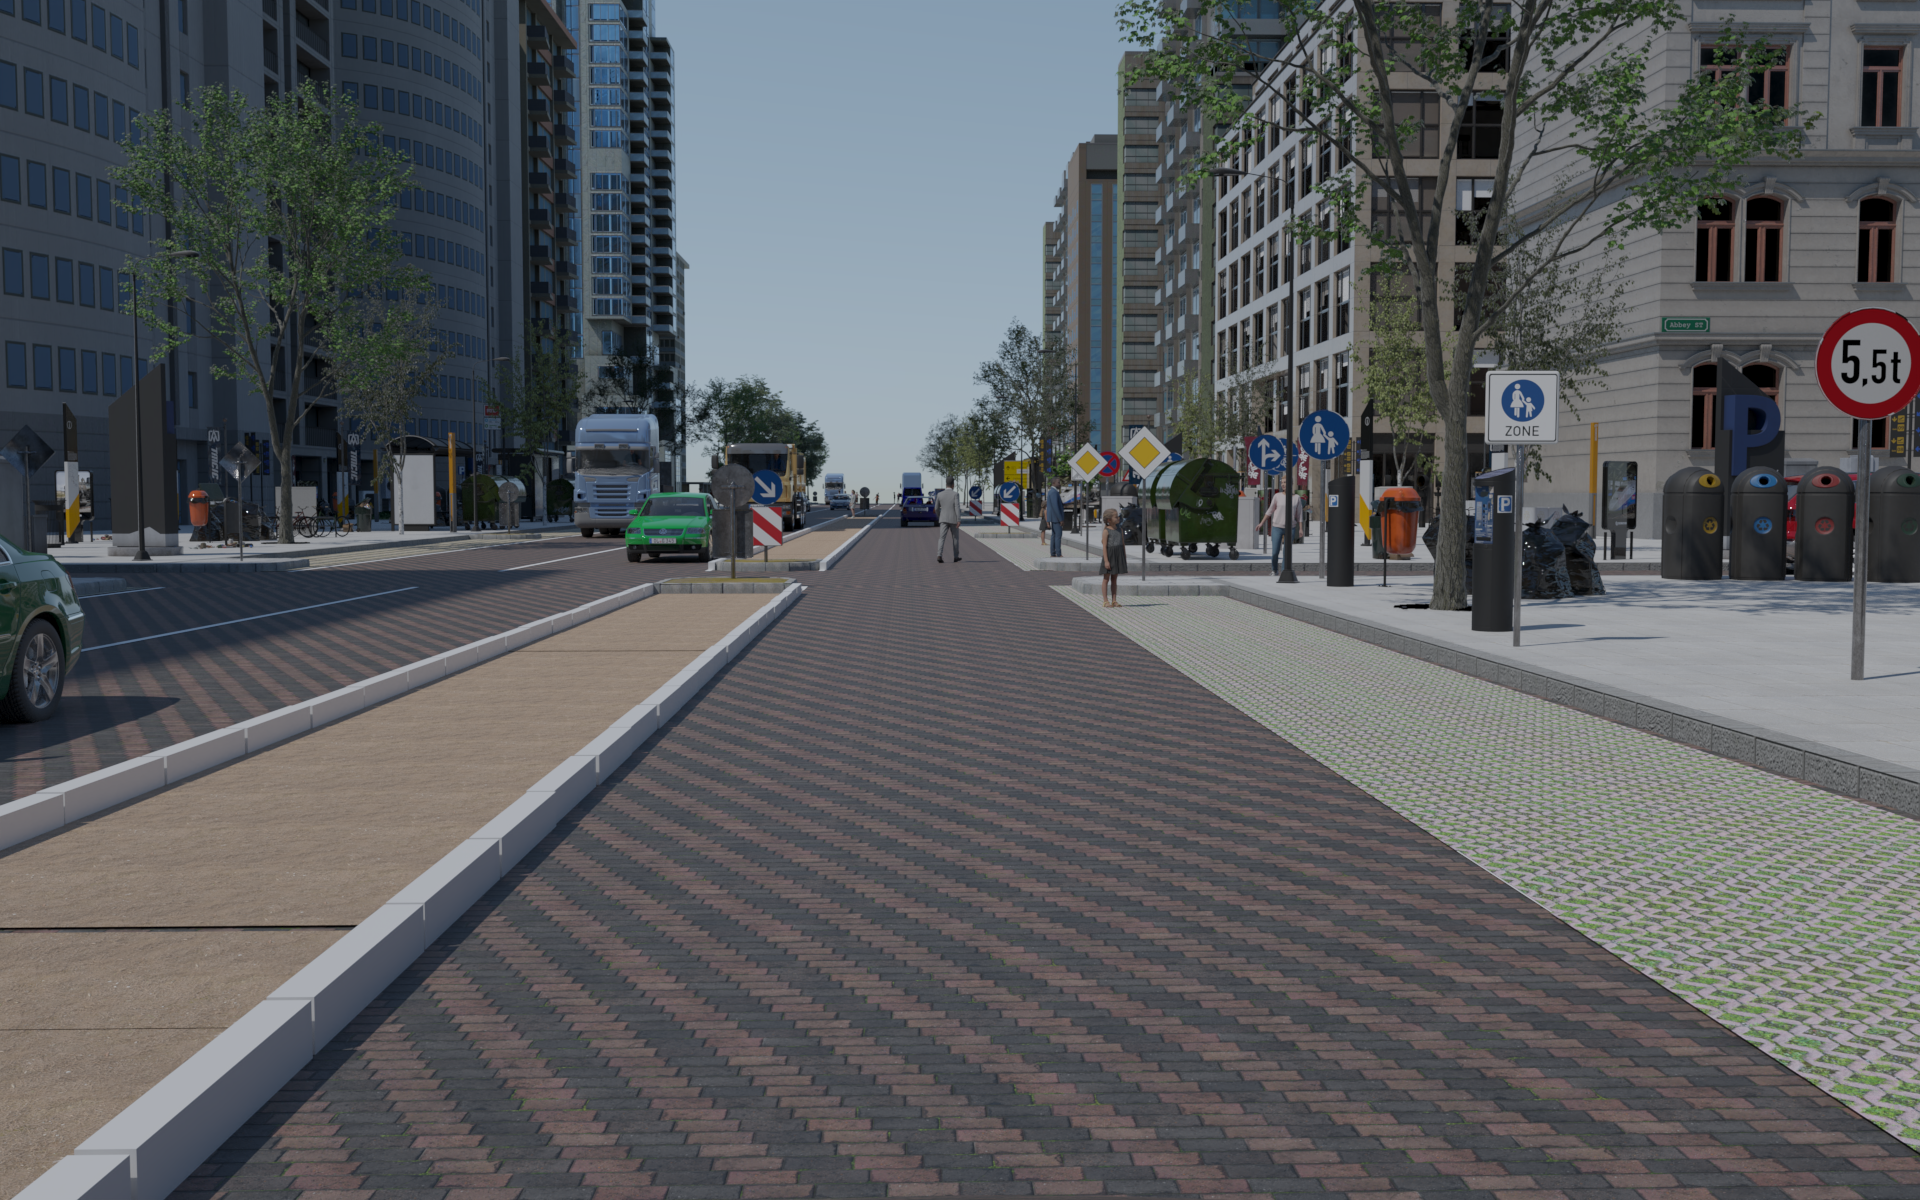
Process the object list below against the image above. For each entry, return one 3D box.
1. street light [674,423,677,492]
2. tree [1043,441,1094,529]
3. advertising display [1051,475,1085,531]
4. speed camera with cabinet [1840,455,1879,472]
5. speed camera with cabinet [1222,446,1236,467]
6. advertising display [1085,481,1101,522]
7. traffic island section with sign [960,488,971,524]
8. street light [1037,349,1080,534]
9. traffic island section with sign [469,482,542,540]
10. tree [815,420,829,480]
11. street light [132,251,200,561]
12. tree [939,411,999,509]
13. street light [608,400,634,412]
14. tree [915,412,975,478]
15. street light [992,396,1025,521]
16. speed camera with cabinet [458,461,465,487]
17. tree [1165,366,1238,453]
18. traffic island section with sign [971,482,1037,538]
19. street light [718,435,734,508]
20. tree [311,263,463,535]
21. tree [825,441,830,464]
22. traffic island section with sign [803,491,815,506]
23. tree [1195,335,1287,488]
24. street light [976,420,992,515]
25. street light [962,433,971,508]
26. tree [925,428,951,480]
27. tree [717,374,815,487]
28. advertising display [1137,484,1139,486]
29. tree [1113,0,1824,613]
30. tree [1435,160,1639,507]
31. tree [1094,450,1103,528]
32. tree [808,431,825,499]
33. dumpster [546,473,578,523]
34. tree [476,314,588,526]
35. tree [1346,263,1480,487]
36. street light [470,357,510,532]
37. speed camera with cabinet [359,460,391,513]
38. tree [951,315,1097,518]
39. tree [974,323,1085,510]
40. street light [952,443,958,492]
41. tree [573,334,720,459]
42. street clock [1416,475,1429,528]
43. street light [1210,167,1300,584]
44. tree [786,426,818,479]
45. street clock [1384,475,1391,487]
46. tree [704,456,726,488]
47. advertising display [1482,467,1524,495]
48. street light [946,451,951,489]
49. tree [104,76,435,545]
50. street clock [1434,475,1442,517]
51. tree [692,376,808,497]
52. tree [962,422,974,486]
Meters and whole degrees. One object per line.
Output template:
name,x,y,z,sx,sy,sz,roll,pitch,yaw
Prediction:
street light,-17.465,-8.374,109.463,1.470,5.913,1.316,0,4,-2
tree,3.783,-4.156,62.555,1.663,3.219,1.824,0,3,0
advertising display,3.731,-3.347,59.937,0.974,1.923,0.123,1,4,17
speed camera with cabinet,22.199,-2.882,41.455,2.038,3.252,0.660,0,4,1
speed camera with cabinet,10.923,-4.746,71.927,0.660,3.252,2.038,-1,4,-17
advertising display,5.942,-4.523,79.162,0.974,1.923,0.123,1,4,19
traffic island section with sign,0.612,-4.574,83.406,1.989,1.847,2.006,0,4,-2
street light,3.183,-5.091,55.777,1.470,5.913,1.316,0,4,-2
traffic island section with sign,-14.437,-2.847,55.181,1.989,1.847,2.006,0,4,-2
tree,-23.844,-21.364,255.953,9.857,13.997,8.962,0,3,0
street light,-15.209,-3.709,33.189,1.470,5.913,1.316,0,4,-2
tree,1.220,-12.471,154.260,4.737,8.622,4.395,0,3,0
street light,-16.797,-6.921,85.697,1.470,5.913,1.316,0,4,-2
tree,-1.614,-21.224,257.380,12.009,13.543,11.850,0,3,0
street light,2.386,-6.705,82.163,1.470,5.913,1.316,0,4,-2
speed camera with cabinet,-29.421,-6.784,105.251,2.038,3.252,0.660,-2,4,-31
tree,13.567,-9.086,98.920,4.737,8.622,4.395,0,3,0
traffic island section with sign,1.464,-2.926,56.464,1.989,1.847,2.006,0,4,-2
street light,-18.334,-9.959,135.374,1.470,5.913,1.316,0,4,-2
tree,-17.909,-6.369,54.498,4.360,8.622,3.978,0,3,0
tree,-23.688,-20.936,268.057,9.928,11.665,9.643,0,3,0
traffic island section with sign,-19.353,-12.612,214.840,1.989,1.847,2.006,0,4,-2
tree,12.966,-7.897,79.476,4.360,8.622,3.978,0,3,0
street light,1.585,-8.283,107.966,1.470,5.913,1.316,0,4,-2
street light,0.929,-9.785,132.527,1.470,5.913,1.316,0,4,-2
tree,0.793,-16.109,197.787,7.601,10.594,8.767,1,4,16
tree,-21.222,-16.870,182.471,9.857,13.997,8.962,0,3,0
advertising display,10.756,-5.981,103.011,0.974,1.923,0.123,1,4,23
tree,5.344,-5.687,18.742,9.928,11.665,9.643,0,3,0
tree,12.612,-5.375,38.241,4.360,8.622,3.978,0,3,0
tree,4.666,-4.410,66.701,1.663,3.219,1.824,0,3,0
tree,-22.123,-17.015,203.945,9.928,11.665,9.643,0,3,0
dumpster,-17.940,-4.641,78.373,1.502,2.255,1.985,0,4,-2
tree,-17.141,-7.341,70.382,4.737,8.622,4.395,0,3,0
tree,14.129,-6.403,55.044,4.737,8.622,4.395,0,3,0
street light,-15.987,-5.288,58.992,1.470,5.913,1.316,0,4,-2
speed camera with cabinet,-31.018,-5.983,92.165,0.660,3.252,2.038,3,5,40
tree,3.651,-9.575,90.957,7.601,10.594,8.767,0,4,3
tree,3.503,-7.553,73.857,4.360,8.622,3.978,0,3,0
street light,0.143,-11.363,158.330,1.470,5.913,1.316,0,4,-2
tree,-18.149,-10.155,100.447,8.767,10.594,7.601,-1,4,-11
street clock,17.631,-3.759,66.031,0.358,2.002,0.471,-2,4,-32
street light,4.194,-3.197,24.810,1.470,5.913,1.316,0,4,-2
tree,-22.699,-18.384,234.986,7.601,10.594,8.767,-1,4,-15
street clock,16.291,-3.763,66.090,0.358,2.002,0.471,1,4,10
tree,-19.705,-9.878,145.212,4.285,4.588,4.351,0,3,0
advertising display,13.067,-2.234,41.742,0.974,1.923,0.123,0,4,4
street light,-0.798,-12.984,184.827,1.470,5.913,1.316,0,4,-2
tree,-17.358,-7.237,44.087,9.928,11.665,9.643,0,3,0
street clock,18.258,-3.766,66.136,0.358,2.002,0.471,1,4,14
tree,-20.326,-13.926,153.451,9.928,11.665,9.643,0,3,0
tree,2.412,-10.446,121.158,4.360,8.622,3.978,0,3,0
